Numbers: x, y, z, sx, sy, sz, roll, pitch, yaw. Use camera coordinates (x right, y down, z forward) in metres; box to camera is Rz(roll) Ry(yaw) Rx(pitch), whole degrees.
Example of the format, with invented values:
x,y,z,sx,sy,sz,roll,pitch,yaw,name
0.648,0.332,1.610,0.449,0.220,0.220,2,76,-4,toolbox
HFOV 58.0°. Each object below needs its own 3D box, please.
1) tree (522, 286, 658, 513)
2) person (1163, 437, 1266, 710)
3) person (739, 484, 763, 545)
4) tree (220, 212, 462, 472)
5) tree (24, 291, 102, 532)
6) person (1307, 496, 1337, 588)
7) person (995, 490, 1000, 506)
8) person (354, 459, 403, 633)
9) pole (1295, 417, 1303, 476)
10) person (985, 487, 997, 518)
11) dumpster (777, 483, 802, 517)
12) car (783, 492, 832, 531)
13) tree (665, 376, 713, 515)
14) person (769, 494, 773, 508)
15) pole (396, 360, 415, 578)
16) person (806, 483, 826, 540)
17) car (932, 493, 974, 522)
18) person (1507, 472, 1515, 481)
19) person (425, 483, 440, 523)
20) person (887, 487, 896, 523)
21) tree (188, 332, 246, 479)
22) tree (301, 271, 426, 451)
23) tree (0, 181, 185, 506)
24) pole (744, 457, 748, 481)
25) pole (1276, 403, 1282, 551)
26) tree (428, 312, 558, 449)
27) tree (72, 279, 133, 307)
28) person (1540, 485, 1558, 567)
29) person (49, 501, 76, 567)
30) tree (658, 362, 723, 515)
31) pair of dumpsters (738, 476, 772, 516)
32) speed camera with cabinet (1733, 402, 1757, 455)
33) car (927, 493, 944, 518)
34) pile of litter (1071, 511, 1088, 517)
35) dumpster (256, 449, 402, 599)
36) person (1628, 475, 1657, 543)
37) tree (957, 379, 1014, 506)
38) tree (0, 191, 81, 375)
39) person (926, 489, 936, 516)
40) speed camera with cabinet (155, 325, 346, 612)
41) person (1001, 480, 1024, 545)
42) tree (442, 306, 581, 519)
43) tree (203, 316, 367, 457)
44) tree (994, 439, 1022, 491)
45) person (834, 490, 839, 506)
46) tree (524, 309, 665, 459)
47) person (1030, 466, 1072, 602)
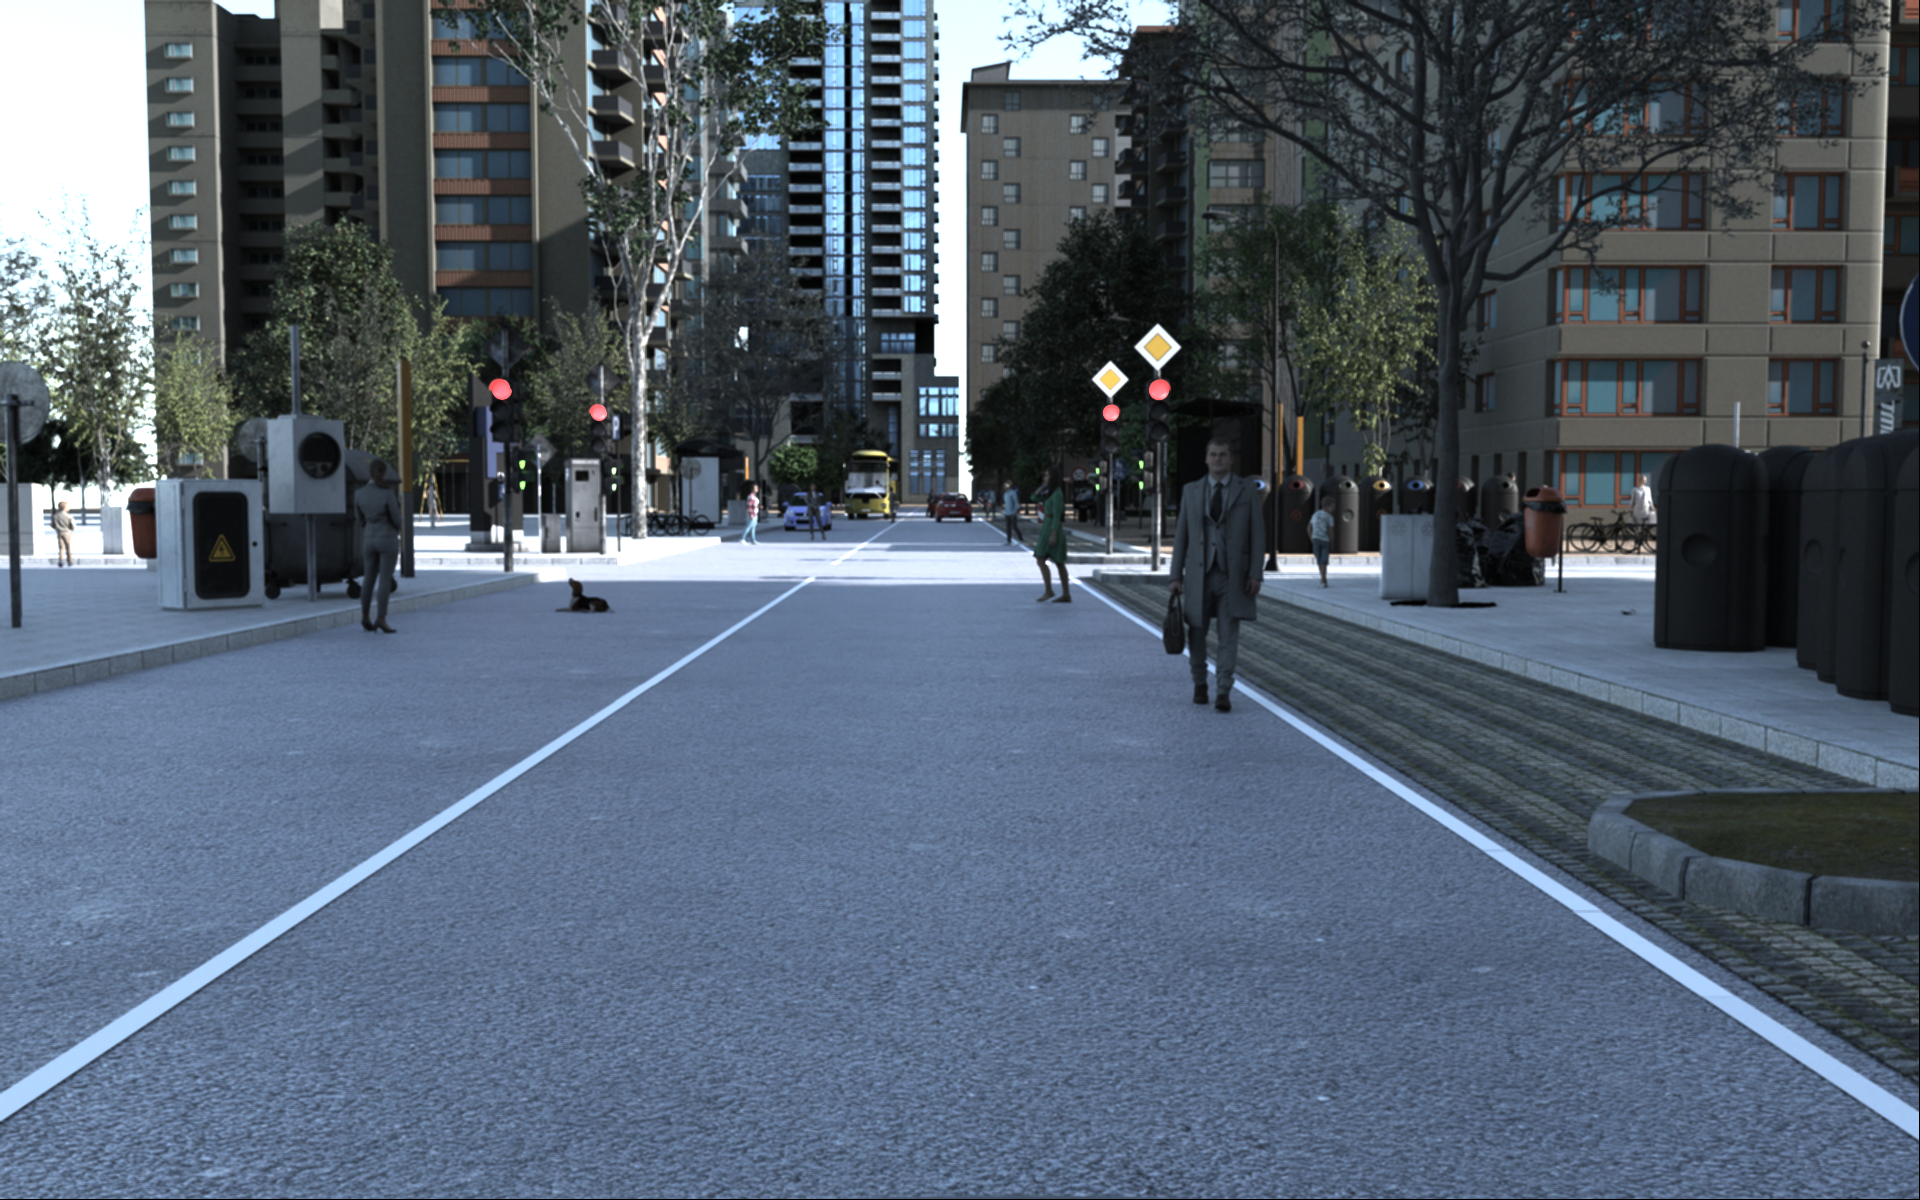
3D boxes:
x,y,z,sx,sy,sz,roll,pitch,yaw,name
-13.528,-6.833,62.075,4.360,8.622,3.978,0,3,0,tree
1.694,-0.185,11.626,0.694,1.812,0.767,1,4,16,person
-5.924,-2.433,49.123,0.643,1.720,0.563,0,4,6,person
-25.301,-9.398,70.673,9.611,12.733,9.660,0,3,0,tree
-35.124,-6.921,63.524,4.737,8.622,4.395,0,3,0,tree
4.965,-0.797,23.756,0.352,1.250,0.332,-1,4,-18,person
4.028,-10.815,183.789,0.530,1.710,0.541,-1,4,-16,person
-5.983,-0.560,17.933,0.520,1.790,0.573,0,4,0,person
8.938,-3.170,45.679,0.158,3.312,0.155,0,3,0,pole
1.865,-5.729,102.035,0.748,1.841,0.638,0,4,-1,person
-9.395,-5.467,95.147,1.264,1.857,1.865,0,4,0,dumpster
-6.002,-3.605,68.539,1.945,1.707,3.694,0,4,-1,car
-17.106,-9.372,103.586,4.737,8.622,4.395,0,3,0,tree
-17.249,-9.193,157.009,0.551,1.740,0.621,0,4,-6,person
-8.510,-2.002,26.576,0.158,3.312,0.155,0,3,0,pole
-4.527,-2.786,54.324,0.520,1.790,0.573,-3,5,-39,person
-0.341,-4.914,89.391,2.155,1.783,4.494,0,4,-2,car
13.685,-2.302,43.526,0.795,1.843,0.661,0,4,3,person
-23.511,-4.329,77.169,0.599,1.781,0.374,-1,4,-12,person
-3.414,-4.738,86.302,0.374,1.781,0.599,2,4,27,person
-34.547,-7.708,76.382,4.737,8.622,4.395,0,3,0,tree
-20.081,-6.579,57.933,4.360,8.622,3.978,0,3,0,tree
-20.260,-5.535,40.857,4.360,8.622,3.978,0,3,0,tree
-11.892,-6.276,96.453,0.158,3.312,0.155,0,3,0,pole
7.167,-2.765,39.044,0.158,3.312,0.155,0,3,0,pole
-26.866,-10.636,99.651,9.928,11.665,9.643,0,3,0,tree
-29.303,-6.638,58.890,4.737,8.622,4.395,0,3,0,tree
11.026,-1.371,32.721,0.589,1.601,0.330,3,4,36,person
-17.614,-1.299,34.013,0.475,1.303,0.640,-1,4,-20,person
-15.579,-8.929,96.346,4.360,8.622,3.978,0,3,0,tree
-11.140,-5.594,93.962,1.574,2.255,4.437,0,4,-1,pair of dumpsters
17.215,-2.597,36.790,0.660,3.252,2.038,-3,4,-36,speed camera with cabinet
-0.965,-5.957,106.443,2.155,1.783,4.494,0,4,0,car
6.925,-5.133,97.896,1.719,0.858,1.176,-2,4,-34,pile of litter
-7.917,-0.982,21.807,1.264,1.857,1.865,0,4,-1,dumpster
17.808,-2.373,45.193,0.694,1.780,0.624,1,4,21,person
4.219,-17.112,186.436,9.857,13.997,8.962,0,3,0,tree
-30.484,-8.499,49.334,12.009,13.543,11.850,0,3,0,tree
-1.794,-6.313,112.109,0.834,1.777,0.661,0,4,-1,person
-8.048,-1.552,19.710,0.660,3.252,2.038,3,4,37,speed camera with cabinet
1.493,-2.459,48.730,0.620,1.820,0.660,-2,4,-34,person
-22.442,-9.326,86.894,7.601,10.594,8.767,-3,5,-41,tree
-34.116,-9.457,89.029,7.601,10.594,8.767,1,4,15,tree
4.384,-12.530,155.220,4.360,8.622,3.978,0,3,0,tree
-13.243,-10.972,186.125,0.721,1.739,1.217,1,4,18,person
-14.674,-7.205,68.171,4.737,8.622,4.395,0,3,0,tree
1.239,-0.860,22.806,0.529,1.795,0.600,-1,4,-16,person
